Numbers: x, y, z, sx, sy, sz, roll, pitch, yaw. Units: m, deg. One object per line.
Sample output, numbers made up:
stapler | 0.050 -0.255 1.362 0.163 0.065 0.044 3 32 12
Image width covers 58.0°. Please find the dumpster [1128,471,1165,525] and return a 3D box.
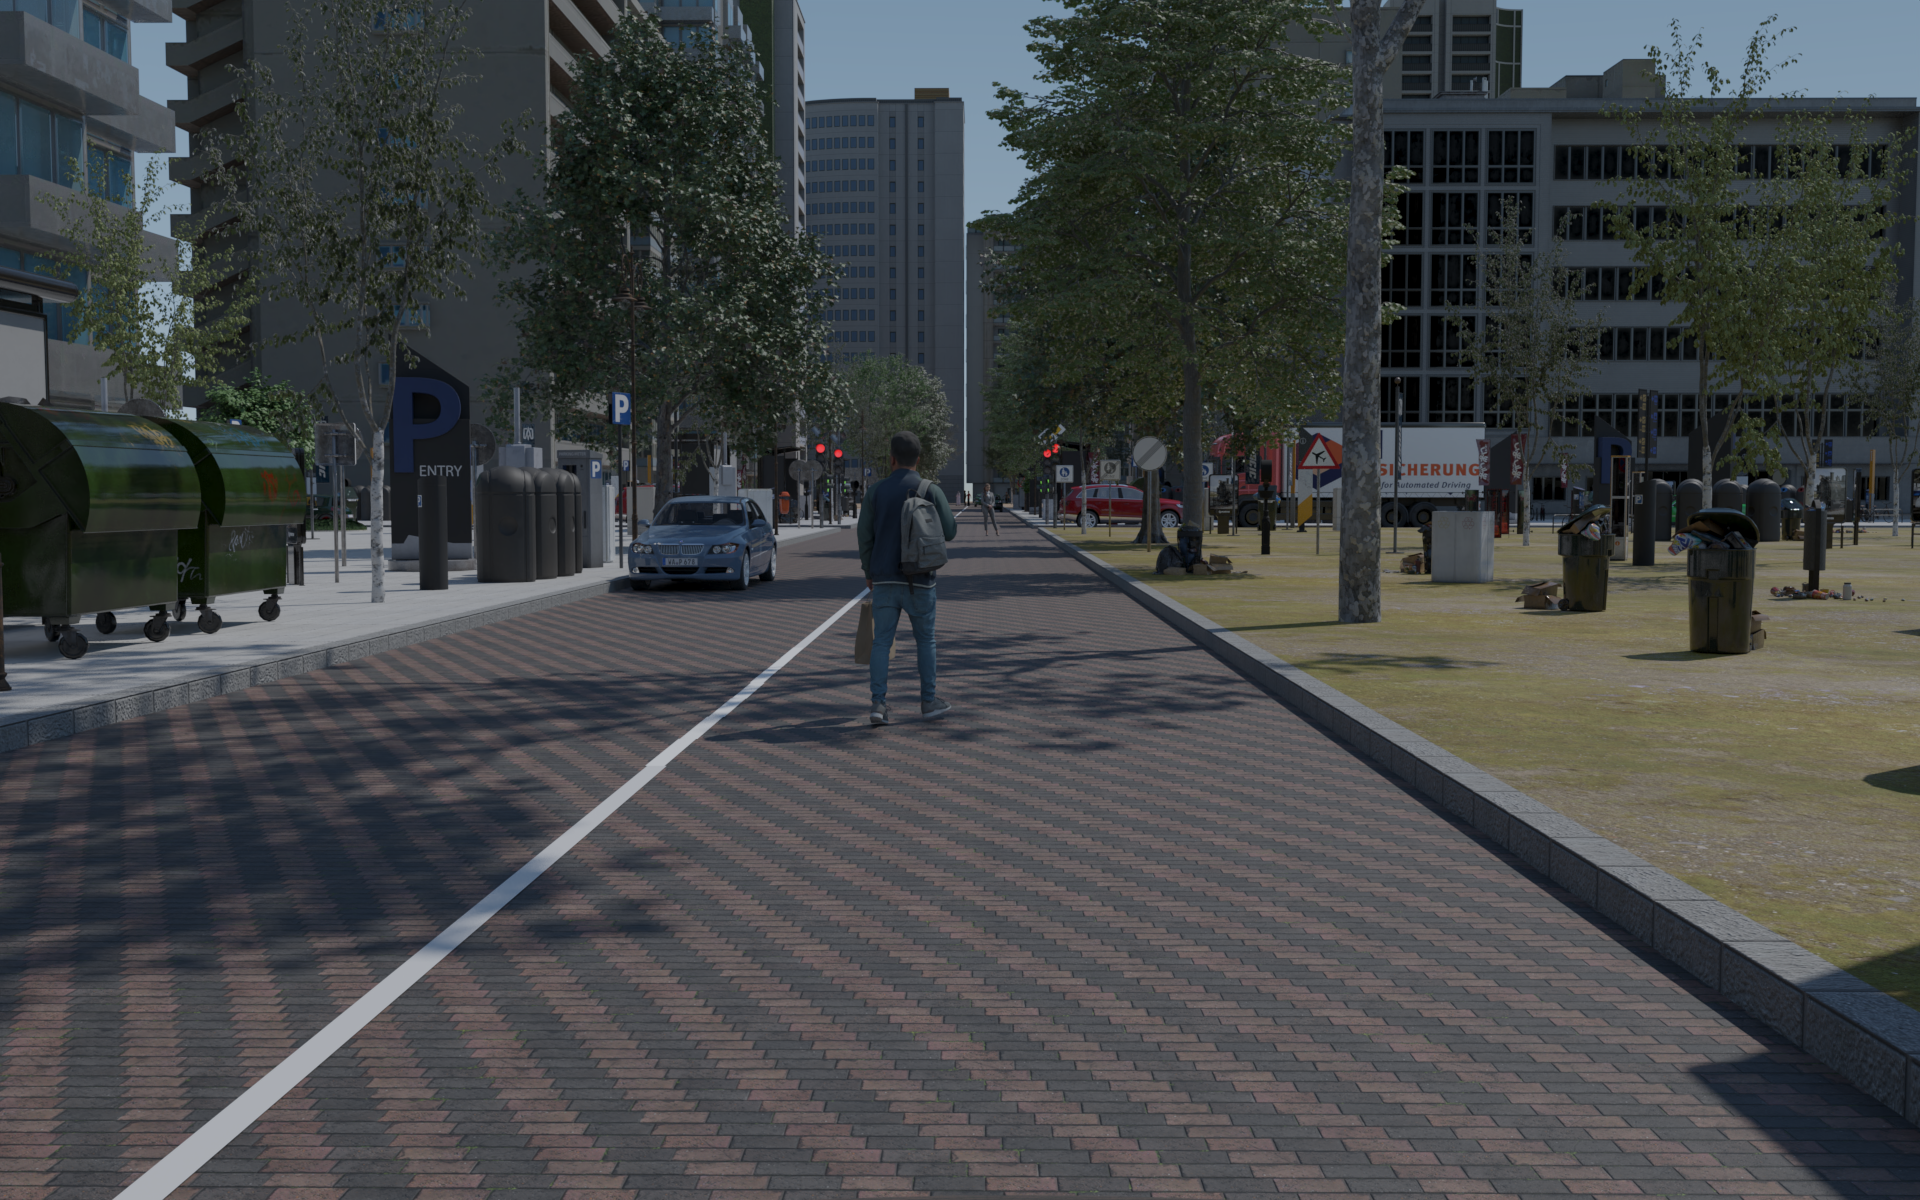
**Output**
dumpster | 7.820 -4.320 73.132 1.502 2.255 1.985 0 4 1

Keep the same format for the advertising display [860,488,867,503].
advertising display | -6.982 -7.620 129.793 0.974 1.923 0.123 0 4 -1

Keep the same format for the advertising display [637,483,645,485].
advertising display | -18.651 -5.867 101.132 0.974 1.923 0.123 3 4 37

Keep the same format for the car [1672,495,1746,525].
car | 28.803 -3.664 68.696 4.718 1.807 1.959 0 4 2

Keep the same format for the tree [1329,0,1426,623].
tree | 5.345 -9.802 16.157 12.611 20.169 13.585 0 3 0

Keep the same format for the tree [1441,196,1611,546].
tree | 13.966 -5.636 42.516 4.360 8.622 3.978 0 3 0

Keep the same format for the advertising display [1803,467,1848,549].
advertising display | 20.356 -2.174 40.760 0.974 1.923 0.123 0 4 -2

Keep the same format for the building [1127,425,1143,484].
building | 33.826 -21.385 194.686 27.650 21.520 28.899 0 4 1

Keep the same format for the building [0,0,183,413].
building | -35.364 -25.528 36.990 30.456 49.044 23.786 0 4 1

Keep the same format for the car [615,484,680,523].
car | -11.154 -3.680 68.849 5.304 1.827 2.281 0 4 -1

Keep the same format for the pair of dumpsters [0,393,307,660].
pair of dumpsters | -7.385 -0.787 15.366 1.574 2.255 4.437 0 4 1

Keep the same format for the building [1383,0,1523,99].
building | 70.790 -49.841 253.145 20.611 71.187 20.563 0 4 1

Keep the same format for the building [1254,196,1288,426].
building | 25.285 -16.524 111.971 13.314 21.916 24.055 0 4 1

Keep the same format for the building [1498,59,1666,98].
building | 69.942 -35.127 198.032 21.600 48.544 21.300 0 4 1

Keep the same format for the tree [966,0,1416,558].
tree | 3.669 -6.826 29.737 7.486 12.596 7.792 0 3 0

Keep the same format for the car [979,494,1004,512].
car | 2.559 -7.872 138.492 2.009 1.686 4.222 0 4 1

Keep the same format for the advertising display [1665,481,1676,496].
advertising display | 34.031 -4.784 83.426 0.123 1.923 0.974 -1 4 -23

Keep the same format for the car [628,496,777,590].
car | -3.982 -0.940 27.370 2.014 1.417 4.499 0 4 2

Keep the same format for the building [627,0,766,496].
building | -30.496 -33.256 163.349 23.786 49.044 30.456 0 4 1

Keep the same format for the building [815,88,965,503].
building | -13.392 -43.578 254.499 28.212 58.520 21.231 0 4 1

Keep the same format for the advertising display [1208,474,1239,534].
advertising display | 8.482 -3.091 55.752 0.974 1.923 0.123 0 4 -4

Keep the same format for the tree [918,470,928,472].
tree | -4.701 -12.488 187.886 4.285 4.588 4.351 0 3 0

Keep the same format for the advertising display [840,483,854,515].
advertising display | -6.488 -5.717 98.683 0.974 1.923 0.123 1 4 14

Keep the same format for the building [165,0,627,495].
building | -31.770 -29.092 99.357 21.300 48.544 21.600 0 4 1

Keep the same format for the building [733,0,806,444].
building | -32.141 -40.177 198.887 28.212 58.520 21.231 0 4 1

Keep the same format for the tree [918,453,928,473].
tree | -4.492 -14.900 193.973 4.360 8.622 3.978 0 3 0

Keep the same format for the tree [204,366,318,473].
tree | -18.057 -3.728 44.663 4.285 4.588 4.351 0 3 0

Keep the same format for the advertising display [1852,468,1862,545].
advertising display | 22.627 -2.355 43.717 0.123 1.923 0.974 2 4 23

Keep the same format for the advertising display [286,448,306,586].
advertising display | -9.428 -1.180 24.514 0.123 1.923 0.974 -2 4 -33

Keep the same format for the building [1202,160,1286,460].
building | 26.278 -21.292 135.518 14.401 28.519 23.554 0 4 1

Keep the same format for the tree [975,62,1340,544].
tree | 5.042 -7.819 44.845 9.611 12.733 9.660 0 3 0

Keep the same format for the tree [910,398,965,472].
tree | -4.438 -18.318 209.873 12.009 13.543 11.850 0 3 0

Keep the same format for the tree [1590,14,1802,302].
tree | 12.007 -4.693 27.093 4.737 8.622 4.395 0 3 0

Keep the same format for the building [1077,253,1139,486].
building | 26.966 -34.773 260.414 23.993 40.220 32.217 0 4 1

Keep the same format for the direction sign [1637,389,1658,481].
direction sign | 14.890 -2.787 37.568 0.876 3.537 0.379 -3 5 -43

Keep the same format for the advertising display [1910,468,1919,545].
advertising display | 24.330 -2.332 43.334 0.974 1.923 0.123 1 4 14

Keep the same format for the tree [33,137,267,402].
tree | -17.266 -5.277 36.641 4.737 8.622 4.395 0 3 0

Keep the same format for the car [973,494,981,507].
car | 2.529 -11.130 193.765 2.131 1.459 4.920 0 4 1

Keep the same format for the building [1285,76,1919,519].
building | 33.555 -16.709 92.262 30.058 24.678 14.314 0 4 1

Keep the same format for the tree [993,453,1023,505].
tree | 6.187 -15.867 209.792 4.737 8.622 4.395 0 3 0

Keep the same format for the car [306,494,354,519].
car | -26.317 -3.617 68.929 4.222 1.686 2.009 0 4 -1

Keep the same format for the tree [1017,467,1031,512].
tree | 4.951 -7.885 123.525 1.663 3.219 1.824 0 3 0

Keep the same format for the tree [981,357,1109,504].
tree | 5.092 -10.042 98.601 7.601 10.594 8.767 1 4 12

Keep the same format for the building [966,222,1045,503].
building | 7.825 -34.804 252.637 14.086 41.232 14.154 0 4 1

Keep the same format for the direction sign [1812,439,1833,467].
direction sign | 35.618 -4.871 71.635 0.876 3.537 0.379 0 4 -4

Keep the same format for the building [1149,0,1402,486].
building | 29.611 -33.264 167.570 21.300 48.544 21.600 0 4 1

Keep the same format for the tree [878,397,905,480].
tree | -5.610 -9.427 104.485 4.360 8.622 3.978 0 3 0

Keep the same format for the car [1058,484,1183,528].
car | 6.514 -3.657 68.471 5.304 1.827 2.281 0 4 1

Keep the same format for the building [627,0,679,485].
building | -34.704 -26.871 131.227 32.217 40.220 23.993 0 4 1

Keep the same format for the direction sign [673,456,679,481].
direction sign | -17.044 -6.872 104.362 0.876 3.537 0.379 2 4 29

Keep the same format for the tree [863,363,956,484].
tree | -4.997 -16.118 170.180 9.857 13.997 8.962 0 3 0

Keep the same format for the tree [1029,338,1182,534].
tree | 4.176 -6.400 55.002 4.360 8.622 3.978 0 3 0
